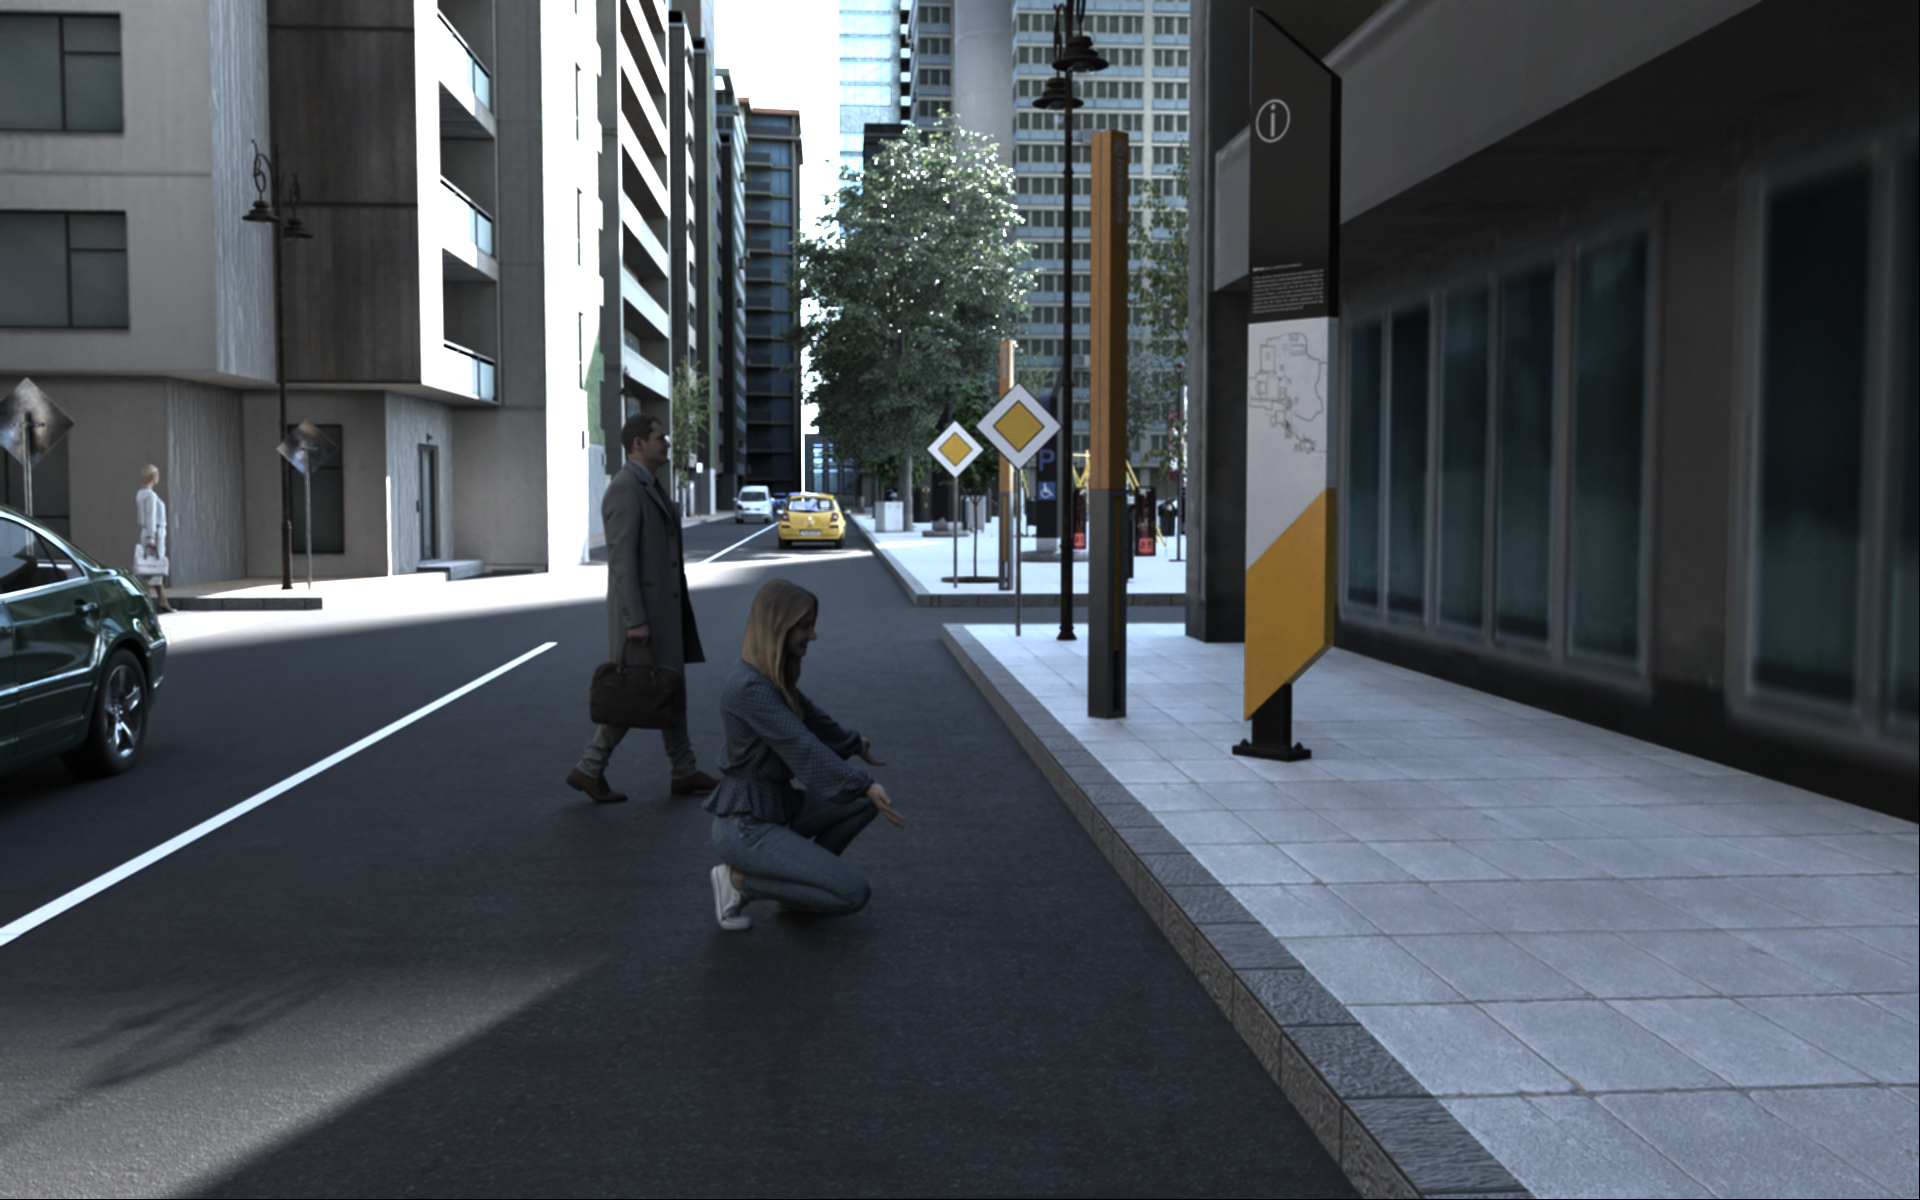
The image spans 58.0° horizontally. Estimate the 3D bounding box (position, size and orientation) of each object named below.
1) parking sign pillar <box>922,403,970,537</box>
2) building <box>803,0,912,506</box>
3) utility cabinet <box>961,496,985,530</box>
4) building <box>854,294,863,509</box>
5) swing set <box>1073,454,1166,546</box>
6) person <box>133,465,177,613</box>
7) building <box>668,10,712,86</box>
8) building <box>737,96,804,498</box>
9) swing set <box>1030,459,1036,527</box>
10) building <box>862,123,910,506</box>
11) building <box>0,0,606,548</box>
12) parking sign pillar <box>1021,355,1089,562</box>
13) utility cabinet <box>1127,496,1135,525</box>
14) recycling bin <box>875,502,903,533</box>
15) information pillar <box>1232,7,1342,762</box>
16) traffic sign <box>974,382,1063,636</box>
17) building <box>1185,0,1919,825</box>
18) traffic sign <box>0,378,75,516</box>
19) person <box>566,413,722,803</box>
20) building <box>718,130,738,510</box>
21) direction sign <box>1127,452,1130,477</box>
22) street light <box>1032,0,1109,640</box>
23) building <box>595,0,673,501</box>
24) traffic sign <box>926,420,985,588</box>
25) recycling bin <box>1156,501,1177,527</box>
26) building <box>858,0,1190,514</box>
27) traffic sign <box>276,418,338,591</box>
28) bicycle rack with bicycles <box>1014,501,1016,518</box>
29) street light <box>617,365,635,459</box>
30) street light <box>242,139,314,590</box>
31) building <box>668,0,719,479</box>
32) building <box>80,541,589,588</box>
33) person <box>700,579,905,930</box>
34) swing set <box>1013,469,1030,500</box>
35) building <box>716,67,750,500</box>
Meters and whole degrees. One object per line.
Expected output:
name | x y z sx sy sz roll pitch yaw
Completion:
parking sign pillar | -0.414 -3.870 51.749 1.447 3.967 1.447 -1 4 -23
building | -1.822 -53.783 192.015 31.000 86.520 22.319 0 4 -4
utility cabinet | 0.392 -3.118 62.144 1.020 1.237 0.306 0 4 7
building | 4.135 -19.312 160.793 27.650 21.520 28.899 0 4 -4
swing set | 3.714 -2.821 43.751 2.862 2.851 3.119 0 4 3
person | -9.698 -0.723 20.672 0.624 1.780 0.694 -2 4 -29
building | -22.357 -20.335 104.182 14.160 30.474 14.107 0 4 -4
building | -31.626 -32.771 190.431 28.867 44.769 22.147 0 4 -4
swing set | 4.898 -4.342 68.608 2.862 2.851 3.119 2 4 31
building | -0.783 -22.443 138.636 14.160 30.474 14.107 0 4 -4
building | -18.442 -22.402 49.870 14.154 41.232 14.086 0 4 -4
parking sign pillar | 1.810 -2.727 33.064 1.447 3.967 1.447 1 4 17
utility cabinet | 4.352 -2.149 46.296 1.020 1.237 0.306 -2 4 -24
recycling bin | -2.376 -2.770 57.840 0.722 1.027 0.722 -2 4 -30
information pillar | 1.578 -1.036 8.297 0.183 3.616 0.504 -3 5 -42
traffic sign | 0.523 -0.731 15.589 0.795 2.450 0.064 0 4 -4
building | 13.444 -23.298 4.625 21.300 48.544 21.600 0 4 -4
traffic sign | -8.050 -0.693 14.979 0.795 2.450 0.064 0 4 -4
person | -1.452 0.029 8.131 0.767 1.812 0.694 0 4 -1
building | -24.578 -22.063 132.434 14.160 30.474 14.107 0 4 -4
direction sign | 9.022 -6.232 93.892 0.379 3.537 0.876 -1 4 -19
street light | 0.940 -2.587 15.090 0.468 5.910 1.993 0 4 -4
building | -24.405 -27.607 75.073 21.300 48.544 21.600 0 4 -4
traffic sign | -0.065 -1.218 23.553 0.795 2.450 0.064 0 4 -4
recycling bin | 7.868 -3.303 66.558 0.722 1.027 0.722 2 4 30
building | 9.119 -26.185 120.001 32.217 40.220 23.993 0 4 -4
traffic sign | -8.638 -1.180 22.942 0.795 2.450 0.064 0 4 -4
bicycle rack with bicycles | 3.381 -4.834 92.415 2.852 0.926 2.925 2 4 30
street light | -11.974 -5.471 62.245 0.468 5.910 1.993 0 4 -4
street light | -9.032 -3.076 23.085 0.468 5.910 1.993 0 4 -4
building | -23.961 -28.603 117.776 14.600 45.320 14.200 0 4 -4
building | -14.354 -21.069 28.067 14.154 41.232 14.086 0 4 -4
person | -0.478 0.497 5.880 0.738 1.151 1.012 0 4 7
swing set | 3.633 -4.916 77.999 3.119 2.851 2.862 3 4 37
building | -31.261 -28.364 155.632 23.993 40.220 32.217 0 4 -4
